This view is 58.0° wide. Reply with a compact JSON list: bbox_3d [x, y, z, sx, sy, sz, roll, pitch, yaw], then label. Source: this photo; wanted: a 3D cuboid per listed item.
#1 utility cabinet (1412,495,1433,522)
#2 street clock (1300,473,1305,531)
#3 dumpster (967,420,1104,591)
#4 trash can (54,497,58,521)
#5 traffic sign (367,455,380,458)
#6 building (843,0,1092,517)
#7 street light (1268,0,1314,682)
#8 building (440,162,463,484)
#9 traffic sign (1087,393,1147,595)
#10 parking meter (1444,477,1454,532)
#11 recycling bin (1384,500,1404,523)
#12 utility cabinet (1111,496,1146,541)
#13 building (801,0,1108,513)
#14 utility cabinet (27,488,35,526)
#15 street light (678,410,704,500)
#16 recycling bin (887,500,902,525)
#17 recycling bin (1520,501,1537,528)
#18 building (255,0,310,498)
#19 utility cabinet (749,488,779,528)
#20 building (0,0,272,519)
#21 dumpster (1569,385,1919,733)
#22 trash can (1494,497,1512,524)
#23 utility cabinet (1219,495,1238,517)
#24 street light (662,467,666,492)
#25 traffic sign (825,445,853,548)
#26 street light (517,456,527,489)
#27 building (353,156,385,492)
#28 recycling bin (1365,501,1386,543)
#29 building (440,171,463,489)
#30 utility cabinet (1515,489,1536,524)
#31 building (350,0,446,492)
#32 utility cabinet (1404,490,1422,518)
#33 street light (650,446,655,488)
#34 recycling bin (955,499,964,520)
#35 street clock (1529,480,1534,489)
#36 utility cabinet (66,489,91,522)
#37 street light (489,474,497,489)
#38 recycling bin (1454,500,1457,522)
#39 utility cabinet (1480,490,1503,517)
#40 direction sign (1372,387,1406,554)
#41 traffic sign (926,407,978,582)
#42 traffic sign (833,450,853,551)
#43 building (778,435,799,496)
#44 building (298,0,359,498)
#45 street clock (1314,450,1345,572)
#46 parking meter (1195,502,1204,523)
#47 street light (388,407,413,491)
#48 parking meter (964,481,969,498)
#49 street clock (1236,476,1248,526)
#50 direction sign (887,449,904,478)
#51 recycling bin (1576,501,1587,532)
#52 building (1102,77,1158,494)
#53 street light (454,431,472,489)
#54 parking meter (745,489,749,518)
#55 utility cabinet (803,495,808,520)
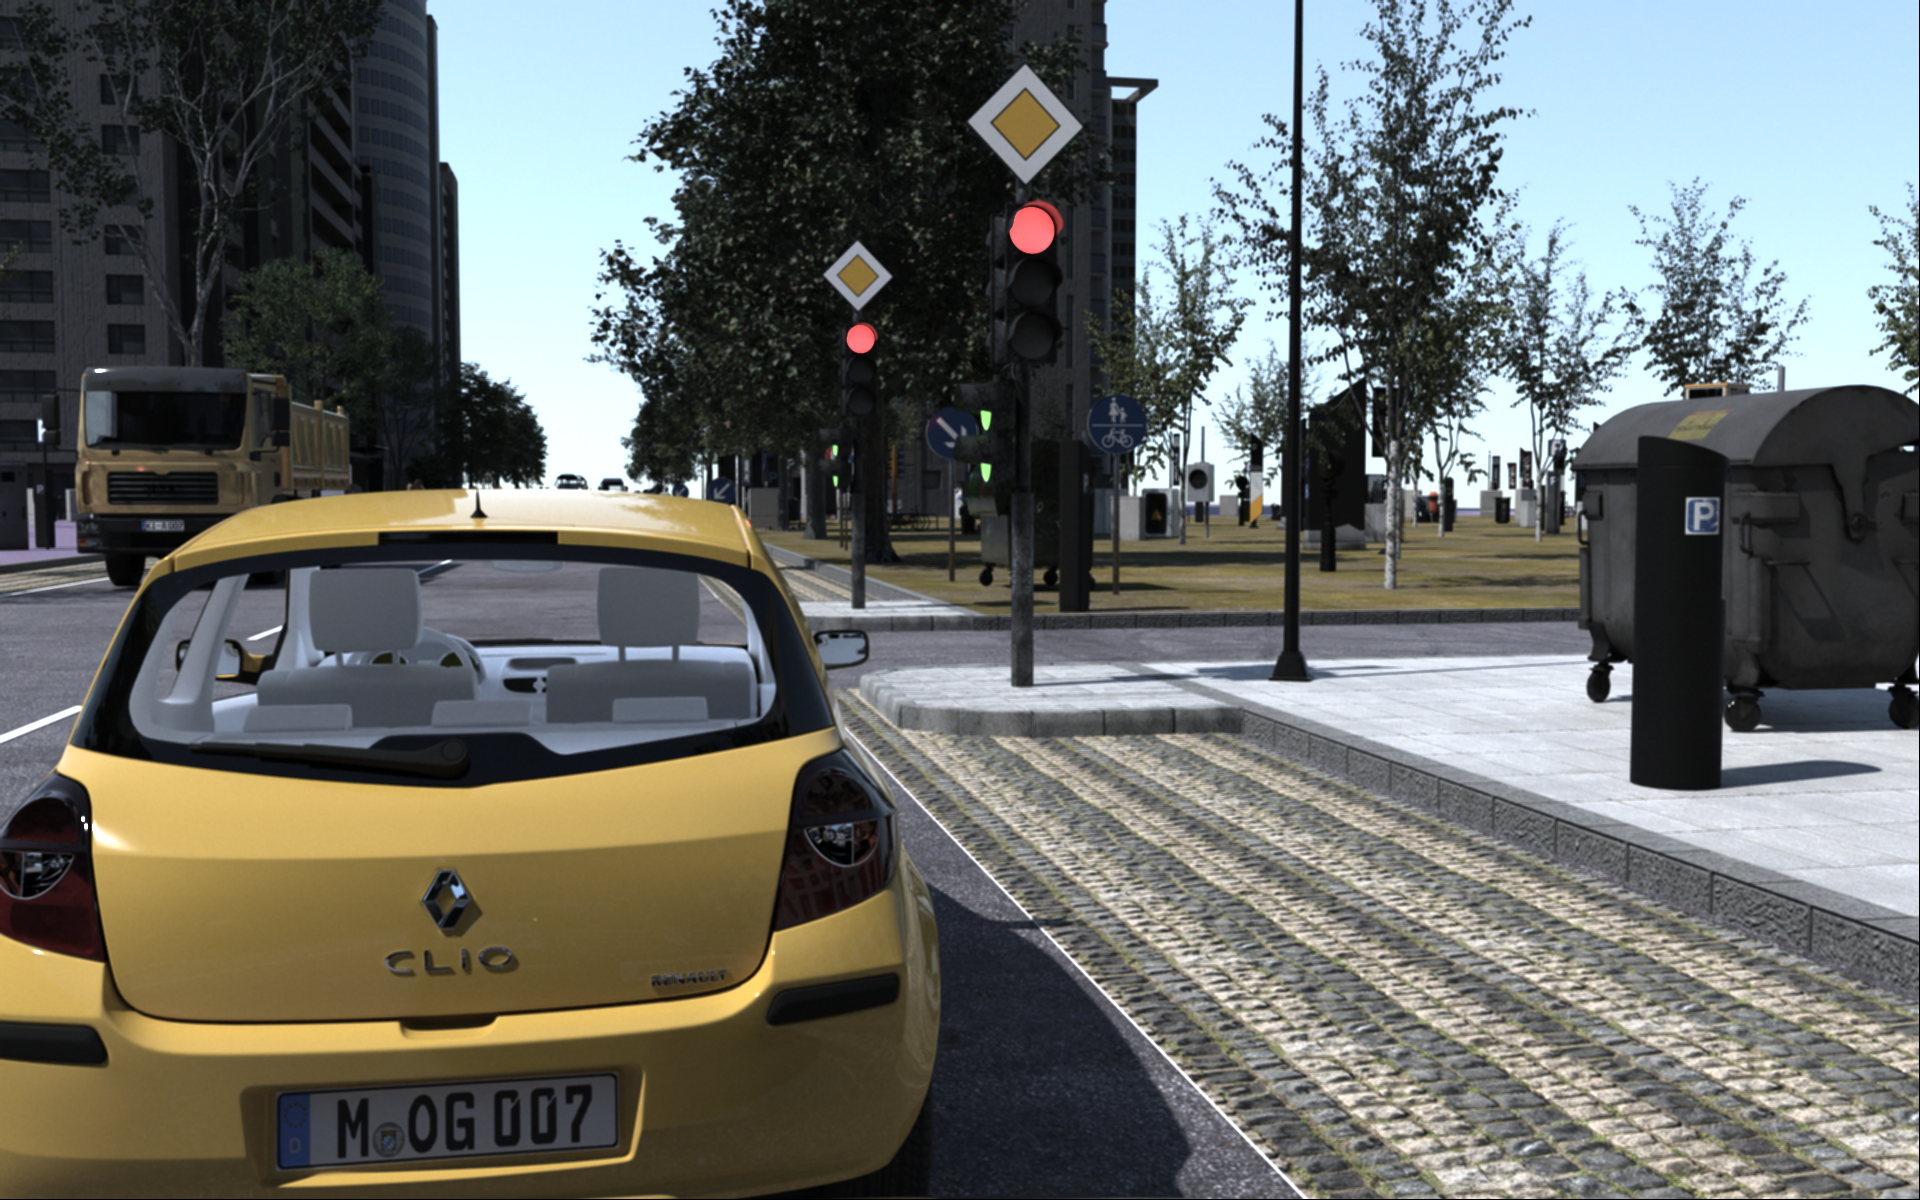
[{"bbox_3d":[21.596,-4.251,80.673,1.020,1.237,0.306,-1,4,-16],"label":"utility cabinet"},{"bbox_3d":[11.712,-3.362,59.536,0.358,2.002,0.471,-1,4,-12],"label":"street clock"},{"bbox_3d":[1.007,-1.280,23.422,1.502,2.255,1.985,-1,4,-11],"label":"dumpster"},{"bbox_3d":[-40.698,-4.017,77.339,0.748,1.137,0.748,0,3,0],"label":"trash can"},{"bbox_3d":[-31.278,-5.875,89.936,2.265,3.308,0.079,0,4,-8],"label":"traffic sign"},{"bbox_3d":[-0.574,-25.701,103.799,14.154,41.232,14.086,-1,4,-11],"label":"building"},{"bbox_3d":[1.761,-2.396,11.713,1.470,5.913,1.316,-1,4,-11],"label":"street light"},{"bbox_3d":[-73.110,-35.256,226.551,14.600,45.320,14.200,-1,4,-11],"label":"building"},{"bbox_3d":[1.989,-1.340,22.009,0.768,2.556,0.104,0,4,-4],"label":"traffic sign"},{"bbox_3d":[16.683,-3.269,59.153,0.255,1.863,0.399,0,4,3],"label":"parking meter"},{"bbox_3d":[19.097,-3.903,76.374,0.722,1.027,0.722,-1,4,-21],"label":"recycling bin"},{"bbox_3d":[4.683,-2.262,48.140,1.020,1.237,0.306,3,5,44],"label":"utility cabinet"},{"bbox_3d":[-1.088,-35.678,125.328,21.231,58.520,28.212,-1,4,-11],"label":"building"},{"bbox_3d":[-36.216,-3.642,68.224,1.173,1.500,0.318,2,4,28],"label":"utility cabinet"},{"bbox_3d":[-14.645,-7.484,94.910,1.470,5.913,1.316,-1,4,-11],"label":"street light"},{"bbox_3d":[-2.825,-3.680,72.719,0.722,1.027,0.722,0,4,-5],"label":"recycling bin"},{"bbox_3d":[21.478,-3.204,64.943,0.722,1.027,0.722,0,4,0],"label":"recycling bin"},{"bbox_3d":[-49.656,-25.995,108.605,14.154,41.232,14.086,-1,4,-11],"label":"building"},{"bbox_3d":[-7.230,-3.398,64.237,1.173,1.500,0.318,-1,4,-16],"label":"utility cabinet"},{"bbox_3d":[-46.275,-19.767,94.892,14.160,30.474,14.107,-1,4,-11],"label":"building"},{"bbox_3d":[4.575,-0.262,10.049,1.264,1.857,1.865,-1,4,-11],"label":"dumpster"},{"bbox_3d":[23.666,-3.906,75.524,0.748,1.137,0.748,0,3,0],"label":"trash can"},{"bbox_3d":[15.187,-5.299,97.804,1.020,1.237,0.306,1,4,20],"label":"utility cabinet"},{"bbox_3d":[-21.934,-9.738,131.756,1.470,5.913,1.316,-1,4,-11],"label":"street light"},{"bbox_3d":[-2.835,-2.531,41.485,0.768,2.556,0.104,0,4,-5],"label":"traffic sign"},{"bbox_3d":[-53.325,-14.567,210.711,1.470,5.913,1.316,-1,4,-11],"label":"street light"},{"bbox_3d":[-56.468,-22.800,144.483,14.160,30.474,14.107,-1,4,-11],"label":"building"},{"bbox_3d":[10.918,-2.032,45.784,0.722,1.027,0.722,0,4,5],"label":"recycling bin"},{"bbox_3d":[-69.209,-32.337,212.302,14.154,41.232,14.086,-1,4,-11],"label":"building"},{"bbox_3d":[23.926,-3.952,73.293,1.173,1.500,0.318,-3,5,-42],"label":"utility cabinet"},{"bbox_3d":[-69.253,-39.648,190.247,21.231,58.520,28.212,-1,4,-11],"label":"building"},{"bbox_3d":[24.133,-5.139,92.700,0.318,1.500,1.173,-3,5,-43],"label":"utility cabinet"},{"bbox_3d":[-30.960,-12.500,176.919,1.470,5.913,1.316,-1,4,-11],"label":"street light"},{"bbox_3d":[0.158,-4.507,86.246,0.722,1.027,0.722,-3,5,-39],"label":"recycling bin"},{"bbox_3d":[29.093,-5.121,88.291,0.358,2.002,0.471,1,4,14],"label":"street clock"},{"bbox_3d":[-40.486,-4.341,79.661,0.318,1.500,1.173,2,4,26],"label":"utility cabinet"},{"bbox_3d":[-44.322,-11.778,165.105,1.470,5.913,1.316,-1,4,-11],"label":"street light"},{"bbox_3d":[22.710,-4.164,80.636,0.722,1.027,0.722,2,4,26],"label":"recycling bin"},{"bbox_3d":[29.558,-5.363,96.364,1.173,1.500,0.318,1,4,16],"label":"utility cabinet"},{"bbox_3d":[9.131,-2.749,36.937,0.876,3.537,0.379,-2,4,-26],"label":"direction sign"},{"bbox_3d":[-0.116,-1.544,25.355,0.768,2.556,0.104,0,4,-2],"label":"traffic sign"},{"bbox_3d":[-2.582,-2.271,39.258,0.606,2.300,0.079,0,4,-7],"label":"traffic sign"},{"bbox_3d":[-17.008,-36.364,214.158,23.786,49.044,30.456,-1,4,-11],"label":"building"},{"bbox_3d":[-56.497,-30.672,125.185,21.300,48.544,21.600,-1,4,-11],"label":"building"},{"bbox_3d":[6.085,-1.469,28.586,0.358,2.002,0.471,-3,5,-40],"label":"street clock"},{"bbox_3d":[10.786,-4.412,77.851,0.399,1.863,0.255,1,4,15],"label":"parking meter"},{"bbox_3d":[-29.706,-7.304,91.955,1.470,5.913,1.316,-1,4,-11],"label":"street light"},{"bbox_3d":[0.352,-4.349,76.823,0.255,1.863,0.399,2,4,32],"label":"parking meter"},{"bbox_3d":[11.299,-3.968,69.449,0.471,2.002,0.358,0,4,-4],"label":"street clock"},{"bbox_3d":[-3.222,-5.767,86.294,0.876,3.537,0.379,0,4,5],"label":"direction sign"},{"bbox_3d":[21.660,-2.867,59.431,0.722,1.027,0.722,-3,4,-38],"label":"recycling bin"},{"bbox_3d":[-1.402,-28.187,152.746,32.217,40.220,23.993,-1,4,-11],"label":"building"},{"bbox_3d":[-36.915,-9.537,128.475,1.470,5.913,1.316,-1,4,-11],"label":"street light"},{"bbox_3d":[-8.529,-3.774,70.116,0.372,1.533,0.369,0,3,0],"label":"parking meter"},{"bbox_3d":[-7.456,-4.677,87.627,1.020,1.237,0.306,-3,5,-44],"label":"utility cabinet"}]
